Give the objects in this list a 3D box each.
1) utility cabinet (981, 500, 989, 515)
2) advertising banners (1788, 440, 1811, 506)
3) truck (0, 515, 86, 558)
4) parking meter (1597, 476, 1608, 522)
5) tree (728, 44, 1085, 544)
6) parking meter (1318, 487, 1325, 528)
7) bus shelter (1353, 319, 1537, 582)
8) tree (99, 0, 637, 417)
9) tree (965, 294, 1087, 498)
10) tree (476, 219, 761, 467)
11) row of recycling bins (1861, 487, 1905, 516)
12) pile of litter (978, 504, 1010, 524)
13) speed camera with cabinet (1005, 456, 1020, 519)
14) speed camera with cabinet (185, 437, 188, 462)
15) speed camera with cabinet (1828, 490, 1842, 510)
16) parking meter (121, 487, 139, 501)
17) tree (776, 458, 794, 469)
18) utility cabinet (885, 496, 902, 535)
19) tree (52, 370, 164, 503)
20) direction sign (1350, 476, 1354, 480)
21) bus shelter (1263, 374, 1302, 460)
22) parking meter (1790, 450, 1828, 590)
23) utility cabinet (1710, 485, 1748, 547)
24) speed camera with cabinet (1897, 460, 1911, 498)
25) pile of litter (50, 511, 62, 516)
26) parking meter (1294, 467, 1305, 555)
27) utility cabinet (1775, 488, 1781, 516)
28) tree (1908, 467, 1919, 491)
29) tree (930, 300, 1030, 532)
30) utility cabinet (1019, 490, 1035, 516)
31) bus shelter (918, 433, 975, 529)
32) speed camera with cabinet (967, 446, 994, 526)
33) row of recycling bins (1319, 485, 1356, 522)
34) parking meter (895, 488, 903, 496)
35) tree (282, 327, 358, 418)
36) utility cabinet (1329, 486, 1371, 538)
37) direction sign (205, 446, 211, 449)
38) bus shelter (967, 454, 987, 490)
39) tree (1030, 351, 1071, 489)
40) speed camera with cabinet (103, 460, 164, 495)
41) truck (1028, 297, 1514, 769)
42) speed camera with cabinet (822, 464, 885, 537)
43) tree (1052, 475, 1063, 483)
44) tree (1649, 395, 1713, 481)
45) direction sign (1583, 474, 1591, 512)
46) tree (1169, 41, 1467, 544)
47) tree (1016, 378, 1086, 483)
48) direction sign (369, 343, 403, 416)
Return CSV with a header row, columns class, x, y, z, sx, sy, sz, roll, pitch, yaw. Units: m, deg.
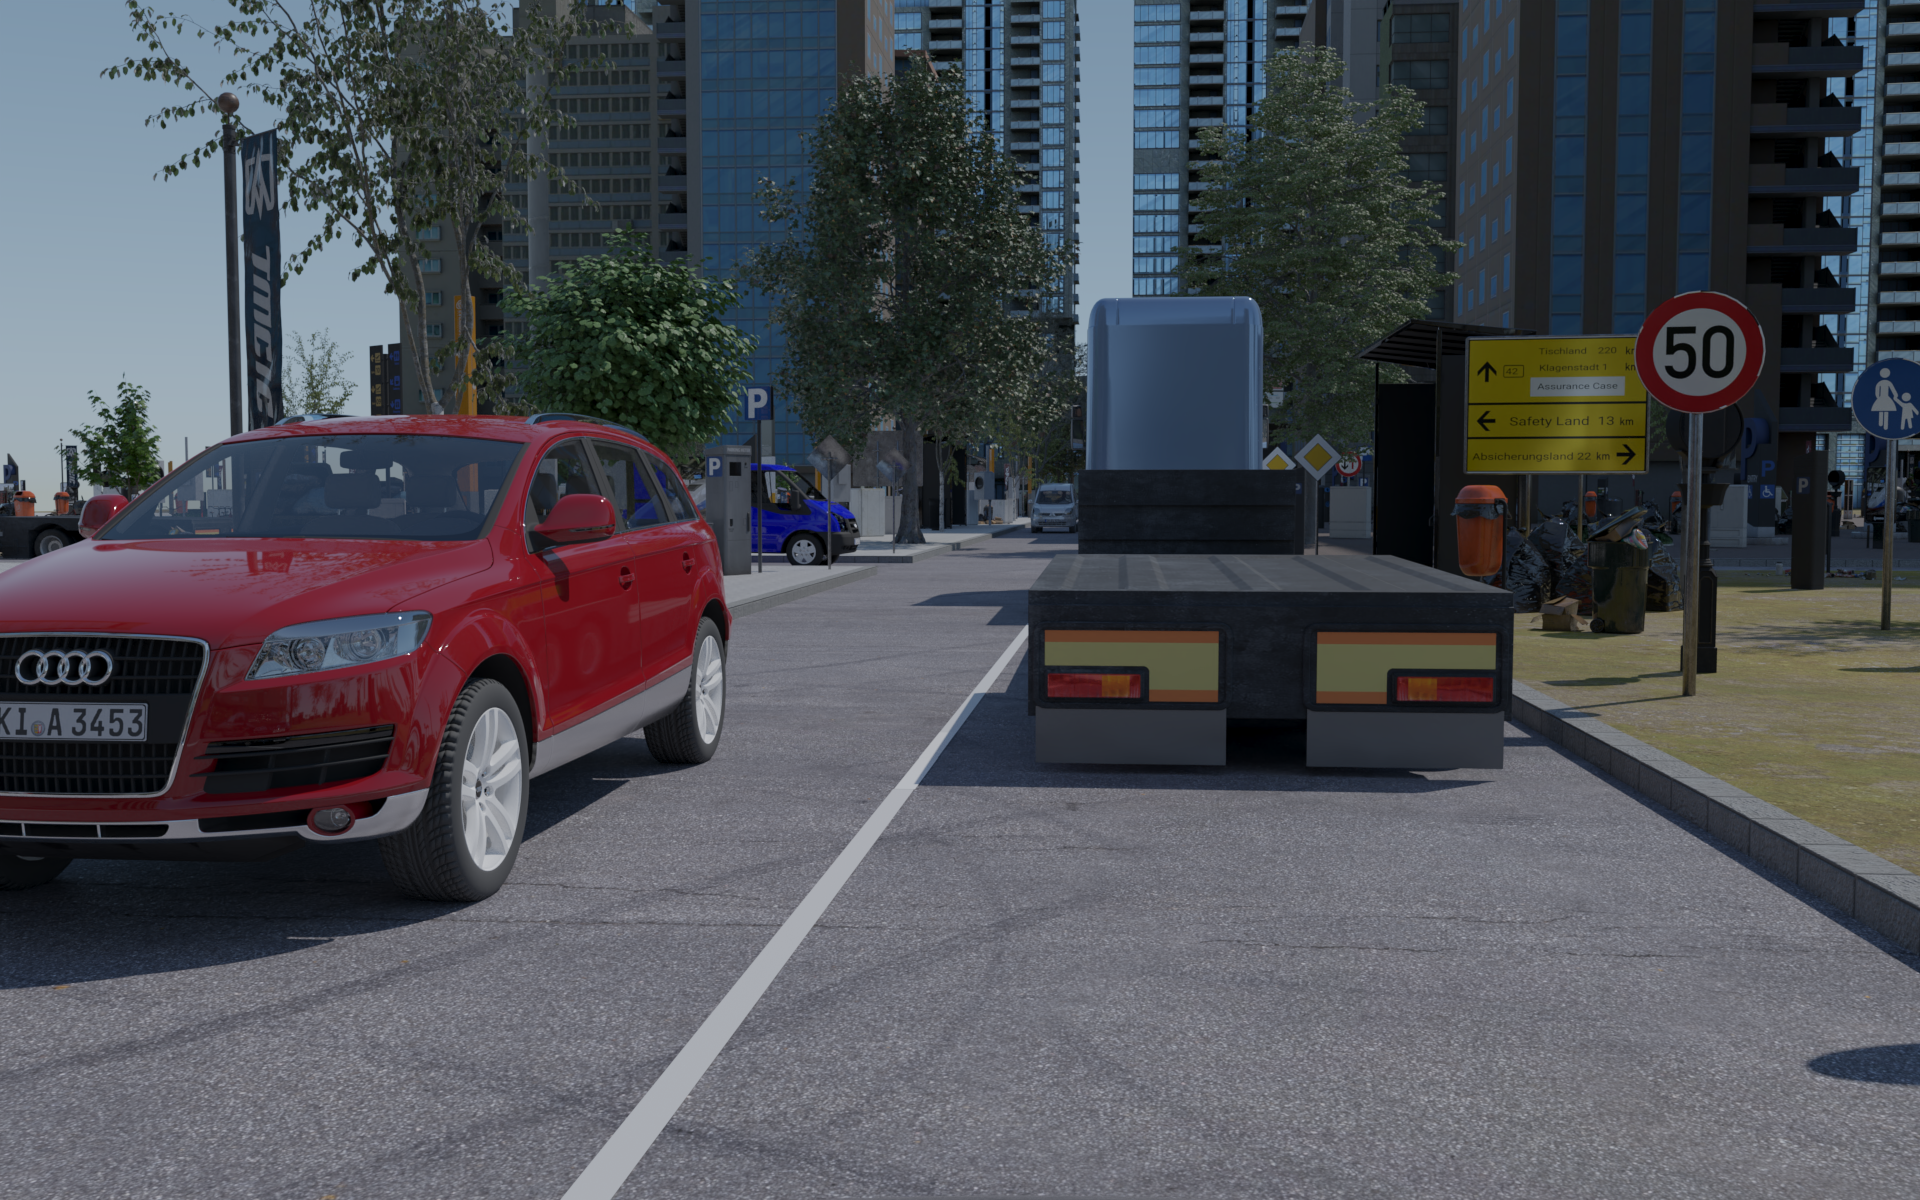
class,x,y,z,sx,sy,sz,roll,pitch,yaw
utility cabinet,1.129,-4.406,83.195,1.020,1.237,0.306,0,4,6
advertising banners,27.739,-3.733,57.219,0.090,3.025,2.074,1,4,9
truck,-23.987,-2.790,35.368,18.799,4.110,2.967,0,4,5
parking meter,21.022,-3.117,56.674,0.255,1.863,0.399,3,4,37
tree,-1.315,-7.814,44.769,9.611,12.733,9.660,0,3,0
parking meter,13.441,-3.447,64.775,0.372,1.533,0.369,0,3,0
bus shelter,7.191,-2.137,26.231,1.731,3.624,6.357,0,4,6
tree,-4.566,-3.921,14.474,4.360,8.622,3.978,0,3,0
tree,4.764,-11.918,105.230,12.009,13.543,11.850,0,3,0
tree,-4.080,-2.271,20.846,4.285,4.588,4.351,0,3,0
row of recycling bins,51.535,-5.479,96.698,1.069,1.692,3.534,0,4,0
pile of litter,1.334,-3.654,73.705,1.719,0.858,1.176,0,4,-6
speed camera with cabinet,2.685,-5.842,89.847,0.660,3.252,2.038,0,4,-4
speed camera with cabinet,-26.031,-4.020,60.061,2.038,3.252,0.660,0,4,4
speed camera with cabinet,39.981,-5.256,80.276,0.660,3.252,2.038,-1,4,-9
parking meter,-18.812,-1.888,39.283,0.372,1.533,0.369,0,3,0
tree,-9.580,-6.046,93.457,1.663,3.219,1.824,0,3,0
utility cabinet,-2.111,-2.685,55.063,1.020,1.237,0.306,-1,4,-22
tree,-13.005,-1.993,27.193,1.663,3.219,1.824,0,3,0
direction sign,21.840,-6.444,97.362,0.876,3.537,0.379,-3,4,-38
bus shelter,9.471,-4.759,55.440,2.179,5.291,8.768,0,4,6
parking meter,11.439,-1.078,23.344,0.255,1.863,0.399,-1,4,-20
utility cabinet,18.150,-2.001,41.396,1.173,1.500,0.318,3,5,41
speed camera with cabinet,53.527,-6.422,99.339,2.038,3.252,0.660,-1,4,-12
pile of litter,-50.829,-5.129,97.820,1.176,0.858,1.719,2,4,35
parking meter,6.989,-1.862,36.162,0.399,1.863,0.255,0,4,6
utility cabinet,27.240,-3.070,58.865,1.173,1.500,0.318,0,4,0
tree,36.185,-4.270,64.408,1.663,3.219,1.824,0,3,0
tree,-0.376,-6.609,58.419,4.737,8.622,4.395,0,3,0
utility cabinet,3.905,-5.707,101.989,1.173,1.500,0.318,-3,5,-43
bus shelter,-0.510,-4.607,66.610,1.731,3.624,6.357,0,4,5
speed camera with cabinet,0.573,-4.698,71.155,0.660,3.252,2.038,-3,4,-37
row of recycling bins,17.097,-4.464,80.106,3.534,1.692,1.069,-2,4,-29
parking meter,-2.712,-4.216,77.342,0.372,1.533,0.369,0,3,0
tree,-28.526,-7.673,75.812,4.737,8.622,4.395,0,3,0
utility cabinet,11.250,-2.521,49.894,1.173,1.500,0.318,3,5,42
direction sign,-35.497,-5.522,82.282,0.379,3.537,0.876,1,4,16
bus shelter,0.454,-5.833,89.297,2.014,3.302,5.546,0,4,6
tree,2.519,-8.072,82.331,4.737,8.622,4.395,0,3,0
speed camera with cabinet,-20.779,-3.012,43.585,0.660,3.252,2.038,0,4,3
truck,2.405,-1.724,17.954,2.967,4.110,18.799,0,4,5
speed camera with cabinet,-3.185,-3.520,51.885,2.038,3.252,0.660,-3,5,-44
tree,8.733,-9.698,153.171,1.663,3.219,1.824,0,3,0
tree,27.615,-7.087,66.235,4.737,8.622,4.395,0,3,0
direction sign,25.376,-4.780,70.153,0.379,3.537,0.876,3,5,41
tree,8.994,-7.735,44.587,7.486,12.596,7.792,0,3,0
tree,7.406,-12.207,134.002,8.767,10.594,7.601,3,5,44
direction sign,-8.684,-2.097,26.279,0.876,3.537,0.379,3,5,41
